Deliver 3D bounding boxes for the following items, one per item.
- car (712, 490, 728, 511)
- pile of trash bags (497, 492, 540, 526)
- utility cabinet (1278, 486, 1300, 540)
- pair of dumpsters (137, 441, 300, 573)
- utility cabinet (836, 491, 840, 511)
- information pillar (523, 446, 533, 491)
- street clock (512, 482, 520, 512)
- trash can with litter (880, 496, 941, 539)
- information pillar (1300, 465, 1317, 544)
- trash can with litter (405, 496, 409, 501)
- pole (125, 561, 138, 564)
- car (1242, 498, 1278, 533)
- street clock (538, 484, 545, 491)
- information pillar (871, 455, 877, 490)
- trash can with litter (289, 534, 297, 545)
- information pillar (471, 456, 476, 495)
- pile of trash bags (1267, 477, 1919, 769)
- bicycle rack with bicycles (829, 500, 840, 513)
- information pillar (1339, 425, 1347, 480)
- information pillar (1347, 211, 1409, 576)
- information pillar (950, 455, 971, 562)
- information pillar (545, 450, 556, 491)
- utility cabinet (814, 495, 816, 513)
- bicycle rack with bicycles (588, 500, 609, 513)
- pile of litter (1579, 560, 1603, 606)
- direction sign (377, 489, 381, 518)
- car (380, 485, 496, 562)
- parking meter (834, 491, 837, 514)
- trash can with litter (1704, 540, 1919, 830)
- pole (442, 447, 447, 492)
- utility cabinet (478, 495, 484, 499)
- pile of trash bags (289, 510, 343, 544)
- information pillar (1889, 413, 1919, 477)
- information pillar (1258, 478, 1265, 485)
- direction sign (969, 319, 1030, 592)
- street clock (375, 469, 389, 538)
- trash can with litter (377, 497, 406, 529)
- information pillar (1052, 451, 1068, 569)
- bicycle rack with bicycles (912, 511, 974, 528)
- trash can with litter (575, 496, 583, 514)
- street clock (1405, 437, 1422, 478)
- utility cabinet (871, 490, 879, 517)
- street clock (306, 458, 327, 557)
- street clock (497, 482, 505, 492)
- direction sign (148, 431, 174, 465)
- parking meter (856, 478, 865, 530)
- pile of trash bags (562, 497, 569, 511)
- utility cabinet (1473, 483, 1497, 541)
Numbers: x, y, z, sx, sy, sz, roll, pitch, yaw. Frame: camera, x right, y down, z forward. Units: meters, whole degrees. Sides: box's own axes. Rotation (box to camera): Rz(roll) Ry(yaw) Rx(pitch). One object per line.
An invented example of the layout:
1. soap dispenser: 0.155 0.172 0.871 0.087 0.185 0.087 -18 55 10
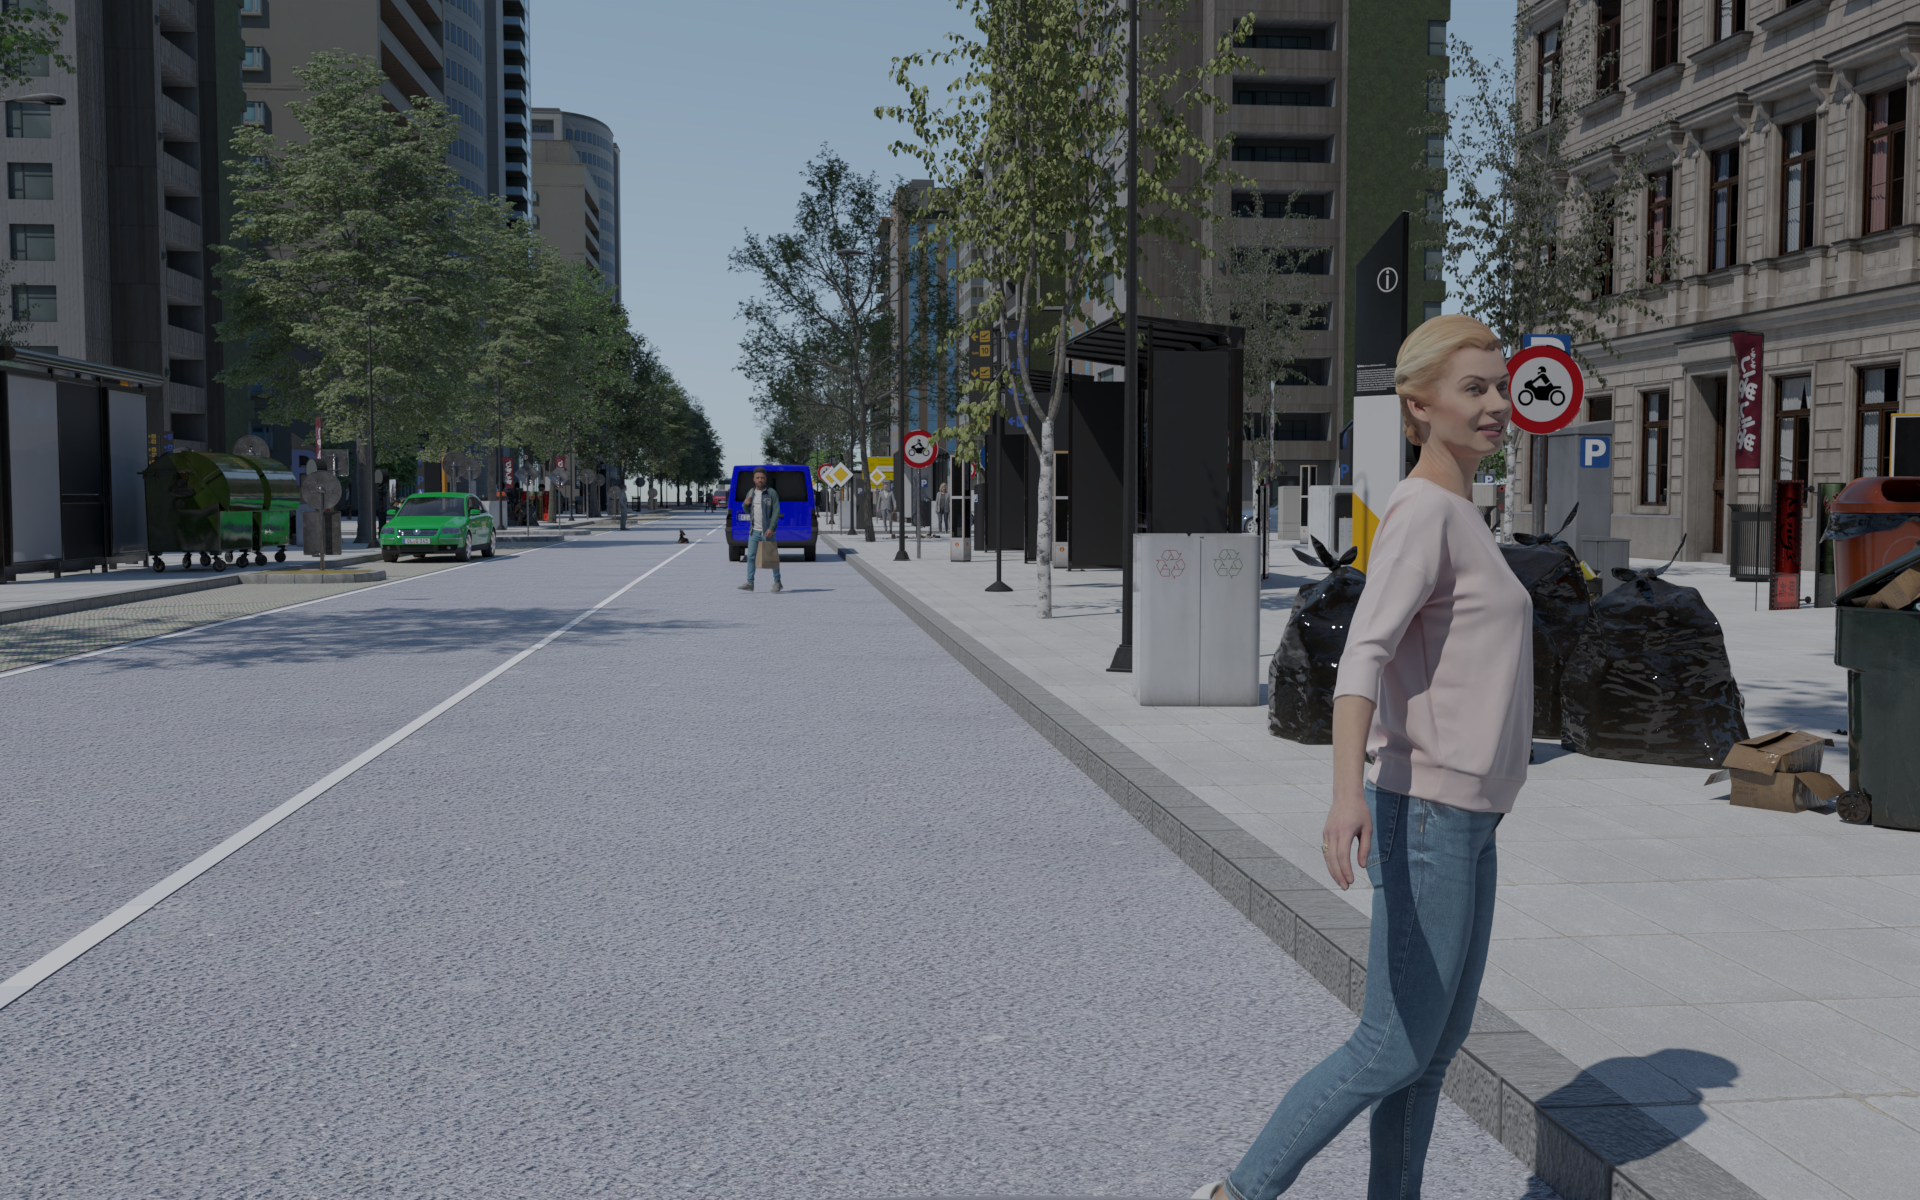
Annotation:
1. car: -20.544 -8.680 150.593 2.281 1.827 5.304 0 4 -6
2. pile of trash bags: -18.307 -3.696 70.177 1.912 1.369 3.447 -2 4 -27
3. utility cabinet: 9.437 -2.418 48.213 1.173 1.500 0.318 -1 4 -19
4. pair of dumpsters: -12.898 -1.699 30.274 1.574 2.255 4.437 0 4 -6
5. utility cabinet: -9.315 -7.431 130.173 0.318 1.500 1.173 -3 5 -41
6. information pillar: -20.828 -5.636 83.509 0.504 3.616 0.183 1 4 14
7. street clock: -25.907 -5.900 101.040 0.358 2.002 0.471 2 4 26
8. trash can with litter: -1.428 -2.387 50.080 2.233 1.210 1.678 -3 4 -36
9. information pillar: 8.908 -2.434 44.290 0.304 2.012 0.304 -3 4 -38
10. trash can with litter: -41.021 -7.121 127.488 1.678 1.210 2.233 -1 4 -20
11. pole: -15.140 -2.307 31.564 0.158 3.312 0.155 0 3 0
12. car: 11.428 -2.949 60.225 4.499 1.417 2.014 0 4 -8
13. street clock: -29.149 -7.104 120.716 0.471 2.002 0.358 -2 4 -33
14. information pillar: -5.192 -6.879 103.827 0.504 3.616 0.183 1 4 16
15. trash can with litter: -16.920 -1.957 43.392 1.055 1.170 0.624 -2 4 -33
16. information pillar: -29.837 -7.015 106.045 0.183 3.616 0.504 2 4 34
17. pile of trash bags: 3.394 0.053 8.894 3.447 1.369 1.912 0 4 -4
18. bicycle rack with bicycles: -7.344 -6.293 116.266 2.852 0.926 2.925 2 4 28
19. information pillar: 12.228 -3.885 54.872 0.504 3.616 0.183 -2 4 -27
20. information pillar: 3.549 -1.422 14.602 0.183 3.616 0.504 -3 5 -41
21. information pillar: 0.015 -1.722 32.646 0.304 2.012 0.304 2 4 29
22. information pillar: -19.567 -5.586 82.684 0.504 3.616 0.183 -1 4 -16
23. utility cabinet: -9.788 -6.222 112.895 0.306 1.237 1.020 2 4 29
24. bicycle rack with bicycles: -23.685 -6.202 114.782 2.852 0.926 2.925 1 4 10
25. pile of litter: 4.360 0.089 12.507 1.719 0.858 1.176 2 4 33
26. direction sign: -31.087 -6.165 92.789 0.379 3.537 0.876 -2 4 -30
27. car: -11.288 -1.763 37.623 1.959 1.807 4.718 0 4 -5
28. parking meter: -8.022 -6.231 110.287 0.372 1.533 0.369 0 3 0
29. trash can with litter: 3.516 0.277 6.858 0.624 1.170 1.055 -3 5 -43
30. pole: -21.972 -4.893 73.848 0.158 3.312 0.155 0 3 0
31. utility cabinet: -32.591 -6.527 117.874 0.306 1.237 1.020 -1 4 -9
32. pile of trash bags: -17.806 -2.164 45.129 3.447 1.369 1.912 0 4 -3
33. information pillar: 8.691 -0.698 15.907 0.304 2.012 0.304 2 4 28
34. information pillar: 13.463 -4.468 77.540 0.304 2.012 0.304 -1 4 -14
35. direction sign: 0.513 -1.880 22.740 0.876 3.537 0.379 2 4 27
36. street clock: -16.767 -2.794 50.246 0.471 2.002 0.358 3 5 39
37. trash can with litter: -19.857 -3.004 60.502 1.055 1.170 0.624 0 4 7
38. information pillar: 1.742 -1.546 29.767 0.304 2.012 0.304 0 4 -2
39. bicycle rack with bicycles: -0.221 -3.224 66.101 2.925 0.926 2.852 0 4 8
40. trash can with litter: -28.582 -7.283 130.463 0.624 1.170 1.055 0 4 8
41. street clock: 4.506 -0.769 17.142 0.471 2.002 0.358 -3 5 -41
42. utility cabinet: -5.057 -5.285 95.081 1.173 1.500 0.318 0 4 3
43. street clock: -13.091 -1.878 35.273 0.471 2.002 0.358 3 5 41
44. street clock: -27.069 -5.971 102.189 0.358 2.002 0.471 2 4 33
45. direction sign: -28.714 -4.297 62.254 0.876 3.537 0.379 -1 4 -17
46. parking meter: -3.532 -3.474 62.508 0.399 1.863 0.255 2 4 26
47. pile of trash bags: -30.321 -7.352 129.951 1.912 1.369 3.447 -1 4 -11
48. utility cabinet: 10.156 -1.602 34.869 1.173 1.500 0.318 2 4 31
